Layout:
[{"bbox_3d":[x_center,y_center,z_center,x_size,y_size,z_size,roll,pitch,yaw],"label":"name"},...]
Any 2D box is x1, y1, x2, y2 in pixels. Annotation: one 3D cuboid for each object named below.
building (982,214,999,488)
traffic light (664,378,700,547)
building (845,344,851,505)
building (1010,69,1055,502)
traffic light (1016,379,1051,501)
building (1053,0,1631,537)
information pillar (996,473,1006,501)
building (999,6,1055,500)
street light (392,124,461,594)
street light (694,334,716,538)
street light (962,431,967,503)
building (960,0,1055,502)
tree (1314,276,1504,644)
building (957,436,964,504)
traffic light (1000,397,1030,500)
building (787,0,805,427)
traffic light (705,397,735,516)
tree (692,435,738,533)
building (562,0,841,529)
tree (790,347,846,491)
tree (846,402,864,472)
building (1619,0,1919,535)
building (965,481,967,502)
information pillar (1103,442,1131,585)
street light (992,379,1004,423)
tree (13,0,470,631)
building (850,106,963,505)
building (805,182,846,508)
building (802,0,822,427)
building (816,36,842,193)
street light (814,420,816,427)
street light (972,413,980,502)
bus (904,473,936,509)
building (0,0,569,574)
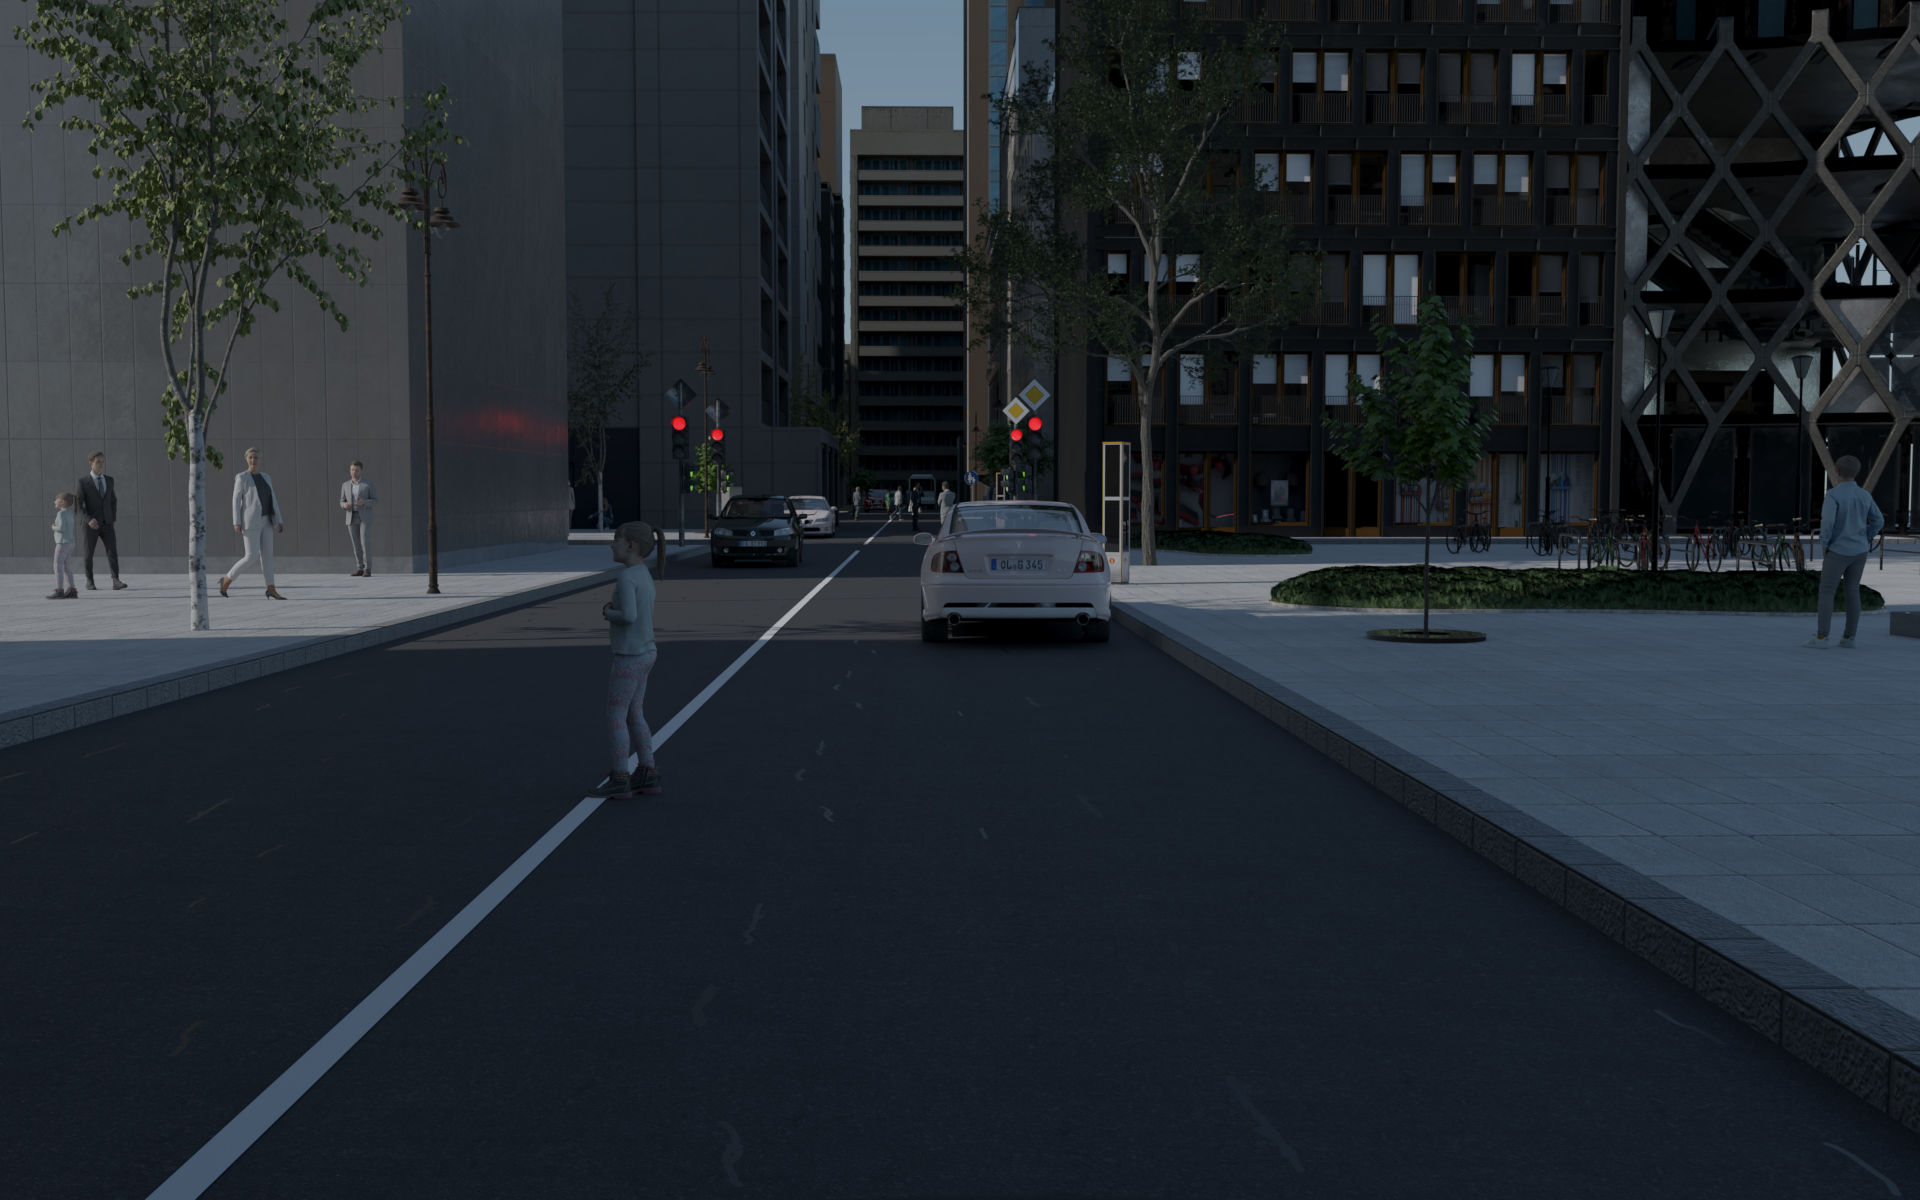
[{"bbox_3d":[7.411,-17.066,115.179,11.583,22.565,21.152,0,4,-1],"label":"building"},{"bbox_3d":[-6.763,-3.252,42.092,0.839,4.253,0.868,0,4,-1],"label":"traffic light"},{"bbox_3d":[-28.301,-23.151,223.556,28.899,21.520,27.650,0,4,-1],"label":"building"},{"bbox_3d":[7.864,-13.548,76.264,10.420,20.320,16.860,0,4,-1],"label":"building"},{"bbox_3d":[1.796,-3.266,42.313,0.839,4.253,0.868,0,4,-1],"label":"traffic light"},{"bbox_3d":[11.459,-13.876,56.555,15.834,23.373,12.332,0,4,-1],"label":"building"},{"bbox_3d":[1.420,-3.379,59.734,0.304,2.012,0.304,1,4,10],"label":"information pillar"},{"bbox_3d":[8.595,-16.911,94.512,12.078,24.808,19.932,0,4,-1],"label":"building"},{"bbox_3d":[-6.785,-3.019,22.147,0.468,5.910,1.993,0,4,-1],"label":"street light"},{"bbox_3d":[-7.374,-4.741,50.308,0.468,5.910,1.993,0,4,-1],"label":"street light"},{"bbox_3d":[0.298,-9.315,125.082,0.468,5.910,1.993,0,4,-1],"label":"street light"},{"bbox_3d":[7.339,-29.543,133.140,14.600,45.320,14.200,0,4,-1],"label":"building"},{"bbox_3d":[4.237,-1.269,15.347,1.663,3.219,1.824,0,3,0],"label":"tree"},{"bbox_3d":[11.201,-53.267,183.585,22.319,86.520,31.000,0,4,-1],"label":"building"},{"bbox_3d":[1.603,-3.754,50.296,0.839,4.253,0.868,0,4,-1],"label":"traffic light"},{"bbox_3d":[-20.864,-34.362,103.814,21.231,58.520,28.212,0,4,-1],"label":"building"},{"bbox_3d":[-6.955,-3.740,50.074,0.839,4.253,0.868,0,4,-1],"label":"traffic light"},{"bbox_3d":[-8.227,-3.799,56.709,1.663,3.219,1.824,0,3,0],"label":"tree"},{"bbox_3d":[-15.531,-38.712,71.195,20.563,71.187,20.611,0,4,-1],"label":"building"},{"bbox_3d":[-8.485,-8.284,85.810,4.737,8.622,4.395,0,3,0],"label":"tree"},{"bbox_3d":[-8.965,-10.545,122.766,4.737,8.622,4.395,0,3,0],"label":"tree"},{"bbox_3d":[27.978,-11.777,60.001,16.811,18.784,16.820,0,4,-1],"label":"building"},{"bbox_3d":[7.353,-23.913,162.685,14.160,30.474,14.107,0,4,-1],"label":"building"},{"bbox_3d":[2.220,-1.230,24.595,0.304,2.012,0.304,2,4,28],"label":"information pillar"},{"bbox_3d":[1.513,-5.924,69.640,0.468,5.910,1.993,0,4,-1],"label":"street light"},{"bbox_3d":[-7.009,-4.030,16.251,4.737,8.622,4.395,0,3,0],"label":"tree"},{"bbox_3d":[-2.977,-36.468,219.957,21.600,48.544,21.300,0,4,-1],"label":"building"},{"bbox_3d":[-17.892,-23.711,159.384,14.160,30.474,14.107,0,4,-1],"label":"building"},{"bbox_3d":[-25.080,-33.549,137.763,28.713,52.752,27.495,0,4,-1],"label":"building"},{"bbox_3d":[-18.962,-32.021,173.660,14.600,45.320,14.200,0,4,-1],"label":"building"},{"bbox_3d":[-8.835,-8.140,105.872,0.468,5.910,1.993,0,4,-1],"label":"street light"},{"bbox_3d":[0.897,-7.601,97.058,0.468,5.910,1.993,0,4,-1],"label":"street light"},{"bbox_3d":[-3.877,-10.688,169.605,2.948,3.499,13.247,0,4,-3],"label":"bus"},{"bbox_3d":[-23.854,-13.128,33.712,30.058,24.678,14.314,0,4,-1],"label":"building"}]
